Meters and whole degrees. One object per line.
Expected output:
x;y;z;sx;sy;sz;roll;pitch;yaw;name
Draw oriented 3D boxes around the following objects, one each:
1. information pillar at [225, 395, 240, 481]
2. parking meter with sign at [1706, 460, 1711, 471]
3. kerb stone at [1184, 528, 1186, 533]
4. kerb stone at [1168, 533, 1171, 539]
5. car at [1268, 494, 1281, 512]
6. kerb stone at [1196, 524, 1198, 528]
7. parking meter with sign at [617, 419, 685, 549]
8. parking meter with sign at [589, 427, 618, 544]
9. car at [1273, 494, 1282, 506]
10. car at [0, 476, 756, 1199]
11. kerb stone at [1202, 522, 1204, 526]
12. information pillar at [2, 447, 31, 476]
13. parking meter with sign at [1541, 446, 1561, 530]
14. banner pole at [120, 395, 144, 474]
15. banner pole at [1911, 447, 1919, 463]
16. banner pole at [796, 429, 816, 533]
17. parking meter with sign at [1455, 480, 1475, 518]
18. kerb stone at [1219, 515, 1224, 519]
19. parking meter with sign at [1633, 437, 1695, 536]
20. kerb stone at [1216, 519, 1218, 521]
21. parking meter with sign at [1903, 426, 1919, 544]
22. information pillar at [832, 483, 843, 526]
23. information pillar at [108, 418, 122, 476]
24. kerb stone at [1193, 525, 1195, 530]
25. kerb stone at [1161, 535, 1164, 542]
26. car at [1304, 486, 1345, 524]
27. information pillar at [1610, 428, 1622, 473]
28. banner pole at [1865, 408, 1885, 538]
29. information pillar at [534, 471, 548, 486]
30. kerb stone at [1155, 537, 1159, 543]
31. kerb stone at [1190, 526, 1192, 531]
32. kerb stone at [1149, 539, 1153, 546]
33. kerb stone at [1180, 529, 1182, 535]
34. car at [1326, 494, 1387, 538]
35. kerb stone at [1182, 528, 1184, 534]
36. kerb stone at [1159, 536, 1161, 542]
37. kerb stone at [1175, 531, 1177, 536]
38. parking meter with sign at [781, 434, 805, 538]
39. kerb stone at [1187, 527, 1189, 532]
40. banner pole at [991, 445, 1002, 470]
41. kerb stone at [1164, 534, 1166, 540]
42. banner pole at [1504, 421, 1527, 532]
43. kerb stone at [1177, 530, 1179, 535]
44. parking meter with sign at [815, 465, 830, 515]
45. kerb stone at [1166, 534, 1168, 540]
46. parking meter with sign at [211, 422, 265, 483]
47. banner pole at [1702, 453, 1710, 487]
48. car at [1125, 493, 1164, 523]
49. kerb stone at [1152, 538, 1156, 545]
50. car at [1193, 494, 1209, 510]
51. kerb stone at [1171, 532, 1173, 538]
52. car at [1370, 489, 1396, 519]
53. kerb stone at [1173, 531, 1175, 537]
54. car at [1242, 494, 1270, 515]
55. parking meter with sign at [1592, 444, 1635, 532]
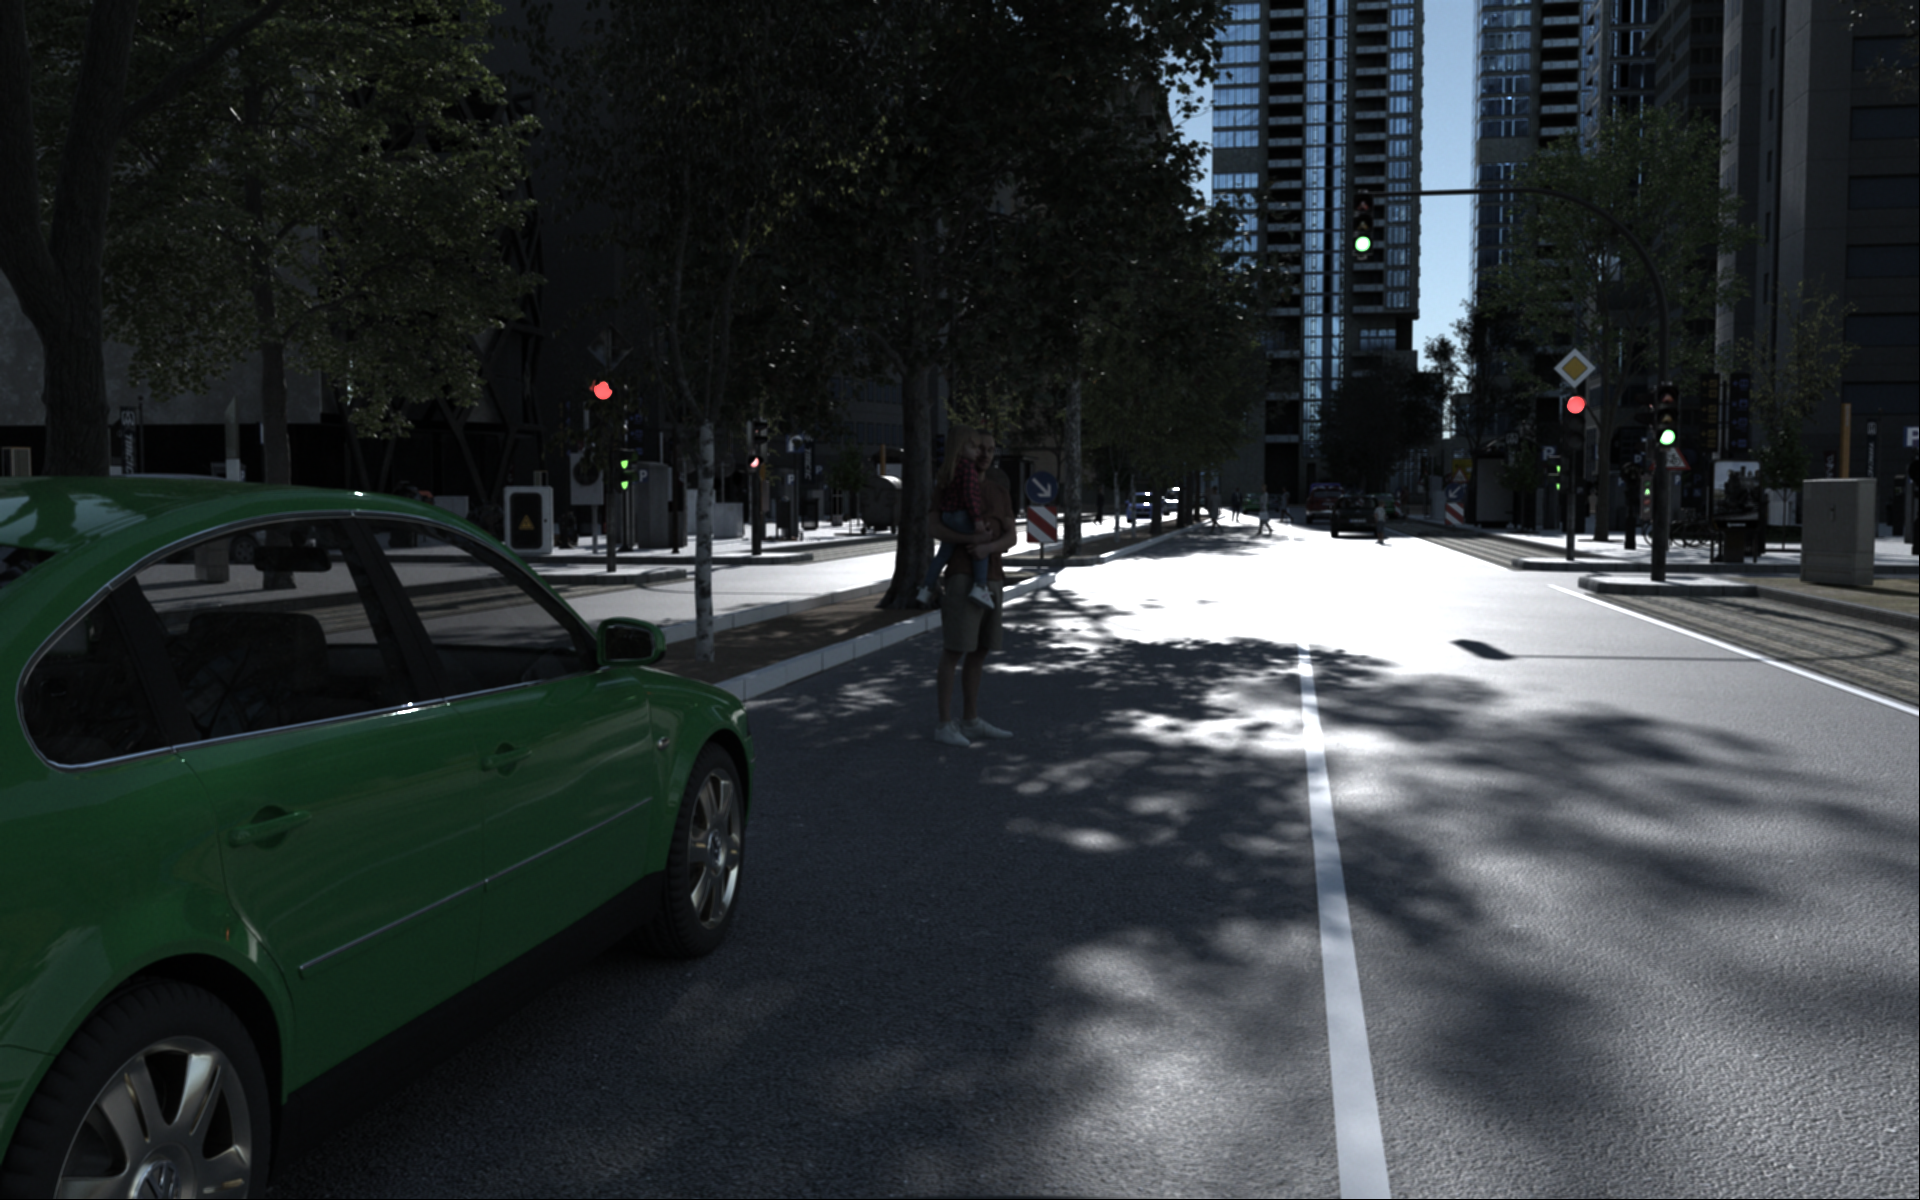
-17.234;-3.041;41.081;0.504;3.616;0.183;3;4;37;information pillar
37.652;-5.675;89.042;0.543;3.016;1.738;-3;5;-42;parking meter with sign
7.944;-2.454;62.357;0.120;0.150;1.000;1;4;11;kerb stone
6.428;-1.963;54.297;0.120;0.150;1.000;1;4;11;kerb stone
24.712;-7.761;138.890;2.014;1.417;4.499;1;4;9;car
9.471;-2.943;70.432;0.120;0.150;1.000;1;4;11;kerb stone
-7.218;-2.726;40.831;0.543;3.016;1.738;2;4;30;parking meter with sign
-8.690;-2.962;44.691;1.738;3.016;0.543;1;4;19;parking meter with sign
32.480;-10.182;178.276;2.131;1.459;4.920;1;4;12;car
-1.863;0.284;4.158;1.959;1.807;4.718;1;4;11;car
10.419;-3.258;75.488;0.120;0.150;1.000;1;4;11;kerb stone
-14.789;-1.389;27.200;0.304;2.012;0.304;2;4;35;information pillar
21.629;-4.101;63.305;0.543;3.016;1.738;2;4;27;parking meter with sign
-20.826;-3.285;43.720;0.401;3.779;0.863;2;4;24;banner pole
37.198;-4.723;67.233;0.401;3.779;0.863;-1;4;-11;banner pole
-5.107;-4.069;56.552;0.863;3.779;0.401;1;4;16;banner pole
27.035;-5.868;92.196;1.738;3.016;0.543;-3;4;-37;parking meter with sign
14.791;-4.677;98.671;0.120;0.150;1.000;1;4;11;kerb stone
21.491;-3.446;52.597;0.543;3.016;1.738;-2;4;-33;parking meter with sign
13.267;-4.185;90.617;0.120;0.150;1.000;1;4;11;kerb stone
24.918;-2.985;45.070;0.543;3.016;1.738;2;4;35;parking meter with sign
-4.868;-3.929;68.724;0.304;2.012;0.304;3;4;39;information pillar
-24.879;-3.661;51.216;0.183;3.616;0.504;2;4;34;information pillar
9.081;-2.825;68.414;0.120;0.150;1.000;1;4;11;kerb stone
5.858;-1.779;51.283;0.120;0.150;1.000;1;4;11;kerb stone
17.806;-4.602;83.908;2.281;1.827;5.304;1;4;11;car
23.410;-4.312;61.857;0.183;3.616;0.504;-1;4;-22;information pillar
26.640;-3.698;50.483;0.863;3.779;0.401;-2;4;-29;banner pole
-13.247;-3.075;54.761;0.304;2.012;0.304;2;4;31;information pillar
5.478;-1.655;49.261;0.120;0.150;1.000;1;4;11;kerb stone
8.704;-2.704;66.399;0.120;0.150;1.000;1;4;11;kerb stone
5.098;-1.533;47.252;0.120;0.150;1.000;1;4;11;kerb stone
7.570;-2.333;60.336;0.120;0.150;1.000;1;4;11;kerb stone
13.361;-2.968;58.319;2.009;1.686;4.222;1;4;12;car
7.753;-2.390;61.346;0.120;0.150;1.000;1;4;11;kerb stone
5.668;-1.717;50.273;0.120;0.150;1.000;1;4;11;kerb stone
7.000;-2.147;57.323;0.120;0.150;1.000;1;4;11;kerb stone
-4.985;-3.347;50.976;0.543;3.016;1.738;-1;4;-15;parking meter with sign
8.322;-2.580;64.374;0.120;0.150;1.000;1;4;11;kerb stone
1.474;-5.339;77.306;0.863;3.779;0.401;1;4;8;banner pole
6.054;-1.839;52.287;0.120;0.150;1.000;1;4;11;kerb stone
19.109;-4.250;59.498;0.863;3.779;0.401;2;4;28;banner pole
7.184;-2.210;58.328;0.120;0.150;1.000;1;4;11;kerb stone
-8.251;-6.634;104.720;0.543;3.016;1.738;-2;4;-25;parking meter with sign
6.234;-1.900;53.293;0.120;0.150;1.000;1;4;11;kerb stone
-17.741;-2.799;42.030;1.738;3.016;0.543;0;4;-2;parking meter with sign
33.546;-5.391;78.153;0.863;3.779;0.401;0;4;-2;banner pole
9.324;-4.760;87.413;1.945;1.707;3.694;1;4;9;car
5.289;-1.593;48.256;0.120;0.150;1.000;1;4;11;kerb stone
21.814;-8.912;157.516;2.131;1.459;4.920;1;4;12;car
6.616;-2.025;55.304;0.120;0.150;1.000;1;4;11;kerb stone
23.923;-5.503;98.766;1.959;1.807;4.718;1;4;9;car
6.806;-2.087;56.310;0.120;0.150;1.000;1;4;11;kerb stone
20.739;-6.878;121.258;1.959;1.807;4.718;1;4;11;car
22.617;-3.890;59.858;0.543;3.016;1.738;-1;4;-17;parking meter with sign
